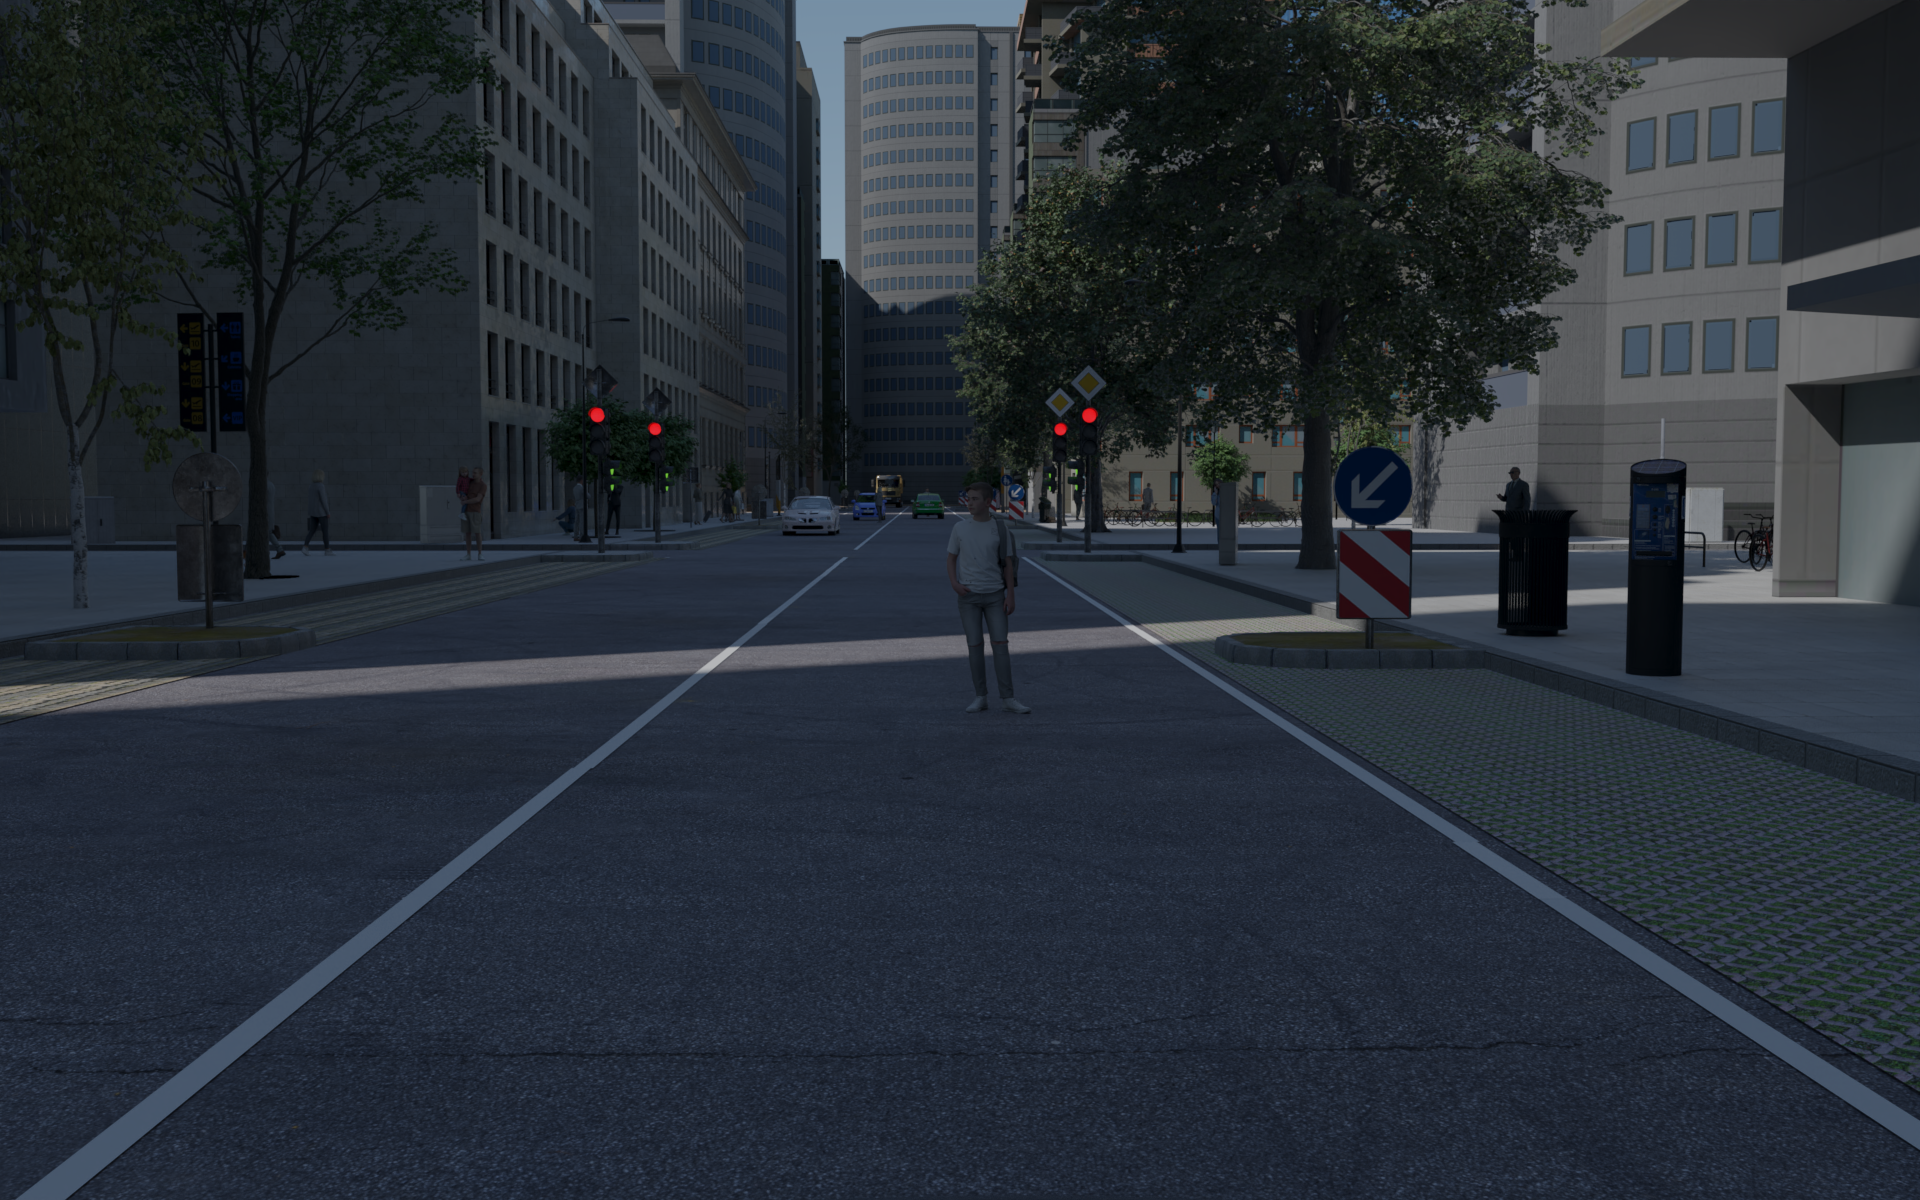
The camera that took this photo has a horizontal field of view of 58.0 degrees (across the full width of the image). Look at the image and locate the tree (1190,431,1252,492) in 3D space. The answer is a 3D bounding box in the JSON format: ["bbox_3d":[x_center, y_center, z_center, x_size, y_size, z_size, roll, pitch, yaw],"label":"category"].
[{"bbox_3d":[13.481,-6.526,90.413,4.285,4.588,4.351,0,3,0],"label":"tree"}]

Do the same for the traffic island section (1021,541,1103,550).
[{"bbox_3d":[2.654,-1.444,45.893,2.009,0.180,2.903,0,4,-1],"label":"traffic island section"}]

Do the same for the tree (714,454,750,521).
[{"bbox_3d":[-11.081,-5.444,83.609,1.663,3.219,1.824,0,3,0],"label":"tree"}]

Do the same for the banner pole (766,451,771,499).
[{"bbox_3d":[-11.235,-6.817,101.468,0.401,3.779,0.863,1,4,15],"label":"banner pole"}]

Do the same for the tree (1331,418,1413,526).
[{"bbox_3d":[16.745,-5.342,71.056,4.285,4.588,4.351,0,3,0],"label":"tree"}]

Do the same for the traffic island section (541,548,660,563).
[{"bbox_3d":[-7.823,-0.943,37.698,2.009,0.180,2.903,0,4,-1],"label":"traffic island section"}]

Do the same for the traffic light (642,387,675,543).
[{"bbox_3d":[-7.945,-3.463,45.548,0.839,4.253,0.868,0,4,-1],"label":"traffic light"}]

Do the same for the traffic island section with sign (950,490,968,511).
[{"bbox_3d":[0.040,-10.151,174.593,1.989,1.847,2.006,0,4,-1],"label":"traffic island section with sign"}]

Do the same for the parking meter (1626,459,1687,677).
[{"bbox_3d":[4.944,-0.238,12.303,0.372,1.533,0.369,0,3,0],"label":"parking meter"}]

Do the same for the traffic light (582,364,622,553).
[{"bbox_3d":[-7.783,-2.975,37.564,0.839,4.253,0.868,0,4,-1],"label":"traffic light"}]

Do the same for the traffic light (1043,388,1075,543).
[{"bbox_3d":[2.613,-3.478,45.778,0.839,4.253,0.868,0,4,-1],"label":"traffic light"}]

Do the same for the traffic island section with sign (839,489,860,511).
[{"bbox_3d":[-9.737,-8.489,147.427,1.989,1.847,2.006,0,4,-1],"label":"traffic island section with sign"}]

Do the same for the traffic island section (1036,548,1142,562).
[{"bbox_3d":[2.816,-0.956,37.910,2.009,0.180,2.903,0,4,-1],"label":"traffic island section"}]

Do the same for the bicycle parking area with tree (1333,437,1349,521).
[{"bbox_3d":[21.208,-6.031,85.614,8.231,4.147,9.016,2,4,33],"label":"bicycle parking area with tree"}]

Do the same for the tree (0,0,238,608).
[{"bbox_3d":[-9.878,-4.197,18.987,4.737,8.622,4.395,0,3,0],"label":"tree"}]

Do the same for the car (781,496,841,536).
[{"bbox_3d":[-5.243,-2.992,61.286,2.083,1.381,4.827,0,4,-1],"label":"car"}]

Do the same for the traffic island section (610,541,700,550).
[{"bbox_3d":[-7.986,-1.431,45.682,2.009,0.180,2.903,0,4,-1],"label":"traffic island section"}]

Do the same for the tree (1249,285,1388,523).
[{"bbox_3d":[10.165,-5.999,48.449,4.360,8.622,3.978,0,3,0],"label":"tree"}]

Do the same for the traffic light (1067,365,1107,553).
[{"bbox_3d":[2.776,-2.989,37.795,0.839,4.253,0.868,0,4,-1],"label":"traffic light"}]

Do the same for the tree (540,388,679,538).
[{"bbox_3d":[-10.618,-4.108,50.873,4.285,4.588,4.351,0,3,0],"label":"tree"}]

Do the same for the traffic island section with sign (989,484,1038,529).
[{"bbox_3d":[2.148,-3.803,70.800,1.989,1.847,2.006,0,4,-1],"label":"traffic island section with sign"}]

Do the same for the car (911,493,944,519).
[{"bbox_3d":[-1.870,-5.617,100.636,1.959,1.807,4.718,0,4,-3],"label":"car"}]

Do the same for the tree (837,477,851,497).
[{"bbox_3d":[-13.460,-12.436,197.935,1.663,3.219,1.824,0,3,0],"label":"tree"}]

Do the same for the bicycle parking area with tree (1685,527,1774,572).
[{"bbox_3d":[16.552,-2.567,28.973,8.231,4.147,9.016,1,4,11],"label":"bicycle parking area with tree"}]

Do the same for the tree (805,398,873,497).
[{"bbox_3d":[-12.807,-14.320,168.546,8.767,10.594,7.601,-1,4,-8],"label":"tree"}]

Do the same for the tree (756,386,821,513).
[{"bbox_3d":[-11.768,-10.295,118.680,4.360,8.622,3.978,0,3,0],"label":"tree"}]

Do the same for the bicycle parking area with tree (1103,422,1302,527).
[{"bbox_3d":[9.750,-5.090,70.217,9.016,4.147,8.231,0,4,6],"label":"bicycle parking area with tree"}]

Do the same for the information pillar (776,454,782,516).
[{"bbox_3d":[-10.669,-6.749,101.699,0.183,3.616,0.504,-2,4,-29],"label":"information pillar"}]

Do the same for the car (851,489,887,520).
[{"bbox_3d":[-4.973,-5.230,95.101,1.945,1.707,3.694,0,4,0],"label":"car"}]

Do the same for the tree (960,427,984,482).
[{"bbox_3d":[2.126,-14.313,184.381,4.360,8.622,3.978,0,3,0],"label":"tree"}]

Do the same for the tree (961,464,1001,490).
[{"bbox_3d":[1.839,-13.062,197.276,4.285,4.588,4.351,0,3,0],"label":"tree"}]

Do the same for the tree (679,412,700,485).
[{"bbox_3d":[-10.596,-4.641,59.602,4.285,4.588,4.351,0,3,0],"label":"tree"}]

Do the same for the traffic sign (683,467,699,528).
[{"bbox_3d":[-10.225,-3.894,65.795,0.606,2.300,0.079,0,4,2],"label":"traffic sign"}]

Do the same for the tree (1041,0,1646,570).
[{"bbox_3d":[6.218,-7.499,29.263,9.857,13.997,8.962,0,3,0],"label":"tree"}]

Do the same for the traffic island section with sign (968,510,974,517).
[{"bbox_3d":[1.606,-5.451,97.750,1.989,1.847,2.006,0,4,-1],"label":"traffic island section with sign"}]

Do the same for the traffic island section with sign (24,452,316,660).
[{"bbox_3d":[-7.047,-0.437,15.780,1.989,1.847,2.006,0,4,-1],"label":"traffic island section with sign"}]

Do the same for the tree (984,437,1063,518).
[{"bbox_3d":[3.975,-8.647,91.737,4.360,8.622,3.978,0,3,0],"label":"tree"}]

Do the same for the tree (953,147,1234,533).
[{"bbox_3d":[4.482,-8.612,57.822,9.611,12.733,9.660,0,3,0],"label":"tree"}]

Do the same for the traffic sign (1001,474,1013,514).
[{"bbox_3d":[3.027,-6.849,112.083,0.768,2.556,0.104,1,4,8],"label":"traffic sign"}]

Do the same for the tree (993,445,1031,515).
[{"bbox_3d":[3.850,-9.462,105.063,4.737,8.622,4.395,0,3,0],"label":"tree"}]

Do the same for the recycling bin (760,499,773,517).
[{"bbox_3d":[-10.819,-5.165,96.996,0.722,1.027,0.722,0,4,-6],"label":"recycling bin"}]

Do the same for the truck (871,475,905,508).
[{"bbox_3d":[-7.384,-11.342,181.360,3.469,3.379,9.791,0,4,0],"label":"truck"}]

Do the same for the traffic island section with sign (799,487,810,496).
[{"bbox_3d":[-8.717,-5.444,97.644,1.989,1.847,2.006,0,4,-1],"label":"traffic island section with sign"}]

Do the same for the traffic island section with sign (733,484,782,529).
[{"bbox_3d":[-8.165,-3.796,70.694,1.989,1.847,2.006,0,4,-1],"label":"traffic island section with sign"}]

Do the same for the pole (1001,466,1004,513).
[{"bbox_3d":[2.871,-7.537,117.070,0.158,3.312,0.155,0,3,0],"label":"pole"}]

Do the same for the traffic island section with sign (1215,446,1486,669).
[{"bbox_3d":[3.282,-0.392,15.043,1.989,1.847,2.006,0,4,-1],"label":"traffic island section with sign"}]

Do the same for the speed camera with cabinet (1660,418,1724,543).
[{"bbox_3d":[19.063,-3.140,45.681,2.038,3.252,0.660,0,4,-7],"label":"speed camera with cabinet"}]

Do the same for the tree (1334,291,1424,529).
[{"bbox_3d":[14.274,-6.805,61.617,4.737,8.622,4.395,0,3,0],"label":"tree"}]

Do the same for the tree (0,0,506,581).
[{"bbox_3d":[-10.515,-6.125,25.902,9.928,11.665,9.643,0,3,0],"label":"tree"}]
